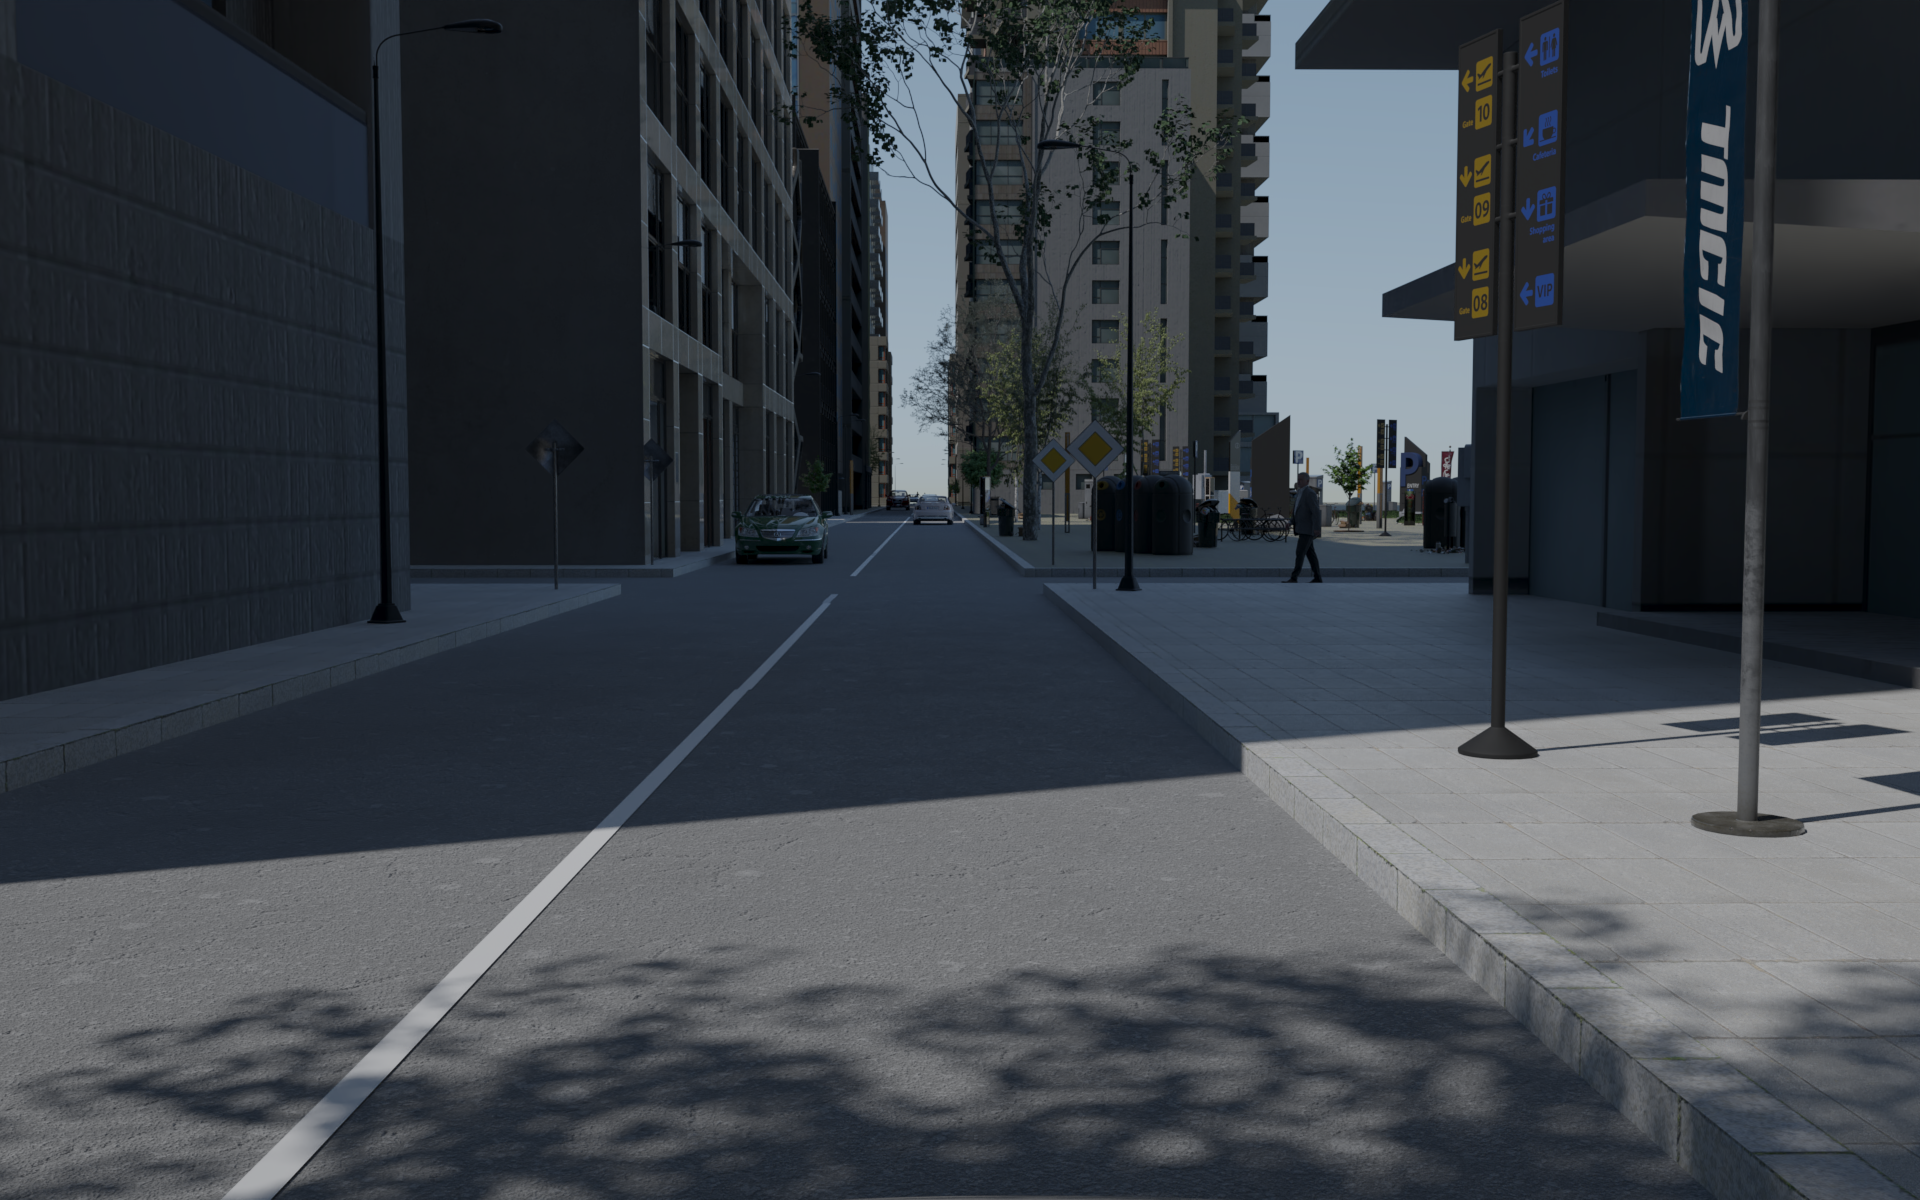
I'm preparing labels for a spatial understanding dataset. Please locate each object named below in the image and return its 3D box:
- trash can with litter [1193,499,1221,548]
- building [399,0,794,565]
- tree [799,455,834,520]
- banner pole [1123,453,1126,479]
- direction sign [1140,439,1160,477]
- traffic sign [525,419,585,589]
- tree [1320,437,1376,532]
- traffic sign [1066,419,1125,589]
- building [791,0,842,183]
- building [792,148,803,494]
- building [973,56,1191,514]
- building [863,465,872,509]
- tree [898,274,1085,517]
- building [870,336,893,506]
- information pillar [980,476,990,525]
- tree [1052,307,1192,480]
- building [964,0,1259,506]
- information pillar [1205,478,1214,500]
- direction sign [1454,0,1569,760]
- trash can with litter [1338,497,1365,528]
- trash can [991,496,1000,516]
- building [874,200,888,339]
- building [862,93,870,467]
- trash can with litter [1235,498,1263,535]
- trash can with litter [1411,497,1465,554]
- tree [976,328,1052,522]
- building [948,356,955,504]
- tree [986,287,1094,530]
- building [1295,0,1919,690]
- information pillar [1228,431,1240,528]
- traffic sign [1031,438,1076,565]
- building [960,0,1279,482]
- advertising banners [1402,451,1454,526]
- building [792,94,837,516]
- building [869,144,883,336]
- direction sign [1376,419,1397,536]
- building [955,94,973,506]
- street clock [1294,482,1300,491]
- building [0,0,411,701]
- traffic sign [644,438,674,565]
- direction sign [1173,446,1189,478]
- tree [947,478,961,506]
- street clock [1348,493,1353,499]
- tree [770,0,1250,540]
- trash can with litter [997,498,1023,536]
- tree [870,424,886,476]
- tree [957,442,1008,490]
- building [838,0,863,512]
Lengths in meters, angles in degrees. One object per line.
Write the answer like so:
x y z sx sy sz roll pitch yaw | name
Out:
5.777 -1.851 41.651 0.624 1.170 1.055 -2 4 -30 | trash can with litter
-15.564 -14.850 47.312 19.350 26.468 34.151 0 4 -1 | building
-6.935 -5.523 84.907 1.663 3.219 1.824 0 3 0 | tree
9.198 -6.508 96.425 0.401 3.779 0.863 1 4 21 | banner pole
7.891 -4.892 71.984 0.876 3.537 0.379 2 4 35 | direction sign
-5.428 -1.199 23.242 0.795 2.450 0.064 0 4 -1 | traffic sign
13.284 -3.911 58.544 1.663 3.219 1.824 0 3 0 | tree
1.815 -1.205 23.338 0.795 2.450 0.064 0 4 -1 | traffic sign
-15.016 -28.327 113.253 14.600 45.320 14.200 0 4 -1 | building
-15.203 -12.588 73.272 16.820 18.784 16.811 0 4 -1 | building
7.853 -21.199 118.310 14.160 30.474 14.107 0 4 -1 | building
-18.250 -43.681 152.443 20.563 71.187 20.611 0 4 -1 | building
1.710 -11.368 96.231 12.009 13.543 11.850 0 3 0 | tree
-22.078 -21.967 204.206 27.650 21.520 28.899 0 4 -1 | building
1.017 -4.081 71.224 0.304 2.012 0.304 -3 5 -40 | information pillar
6.846 -7.176 67.692 4.737 8.622 4.395 0 3 0 | tree
11.503 -29.649 139.382 22.147 44.769 28.867 0 4 -1 | building
11.124 -4.446 77.180 0.304 2.012 0.304 -3 5 -39 | information pillar
2.651 -1.005 8.436 0.379 3.537 0.876 -1 4 -16 | direction sign
14.690 -3.282 65.044 0.624 1.170 1.055 3 5 45 | trash can with litter
2.006 -5.595 103.124 0.748 1.137 0.748 0 3 0 | trash can
-17.694 -37.086 256.467 14.600 45.320 14.200 0 4 -1 | building
-16.172 -29.831 171.330 14.154 41.232 14.086 0 4 -1 | building
9.117 -2.624 54.289 0.624 1.170 1.055 3 4 39 | trash can with litter
10.605 -1.653 38.083 1.678 1.210 2.233 2 4 26 | trash can with litter
2.774 -7.808 78.026 4.737 8.622 4.395 0 3 0 | tree
12.325 -23.401 227.641 27.650 21.520 28.899 0 4 -1 | building
2.836 -6.847 62.315 4.360 8.622 3.978 0 3 0 | tree
17.811 -25.651 8.636 28.713 52.752 27.495 0 4 -1 | building
10.128 -4.435 63.872 0.504 3.616 0.183 -2 4 -31 | information pillar
1.687 -1.693 31.322 0.795 2.450 0.064 0 4 -1 | traffic sign
14.621 -35.417 168.307 28.713 52.752 27.495 0 4 -1 | building
18.998 -4.532 70.293 2.074 3.025 0.090 0 4 2 | advertising banners
-13.363 -16.230 95.040 12.332 23.373 15.834 0 4 -1 | building
-21.742 -37.516 232.997 23.786 49.044 30.456 0 4 -1 | building
12.935 -3.705 52.567 0.876 3.537 0.379 -2 4 -35 | direction sign
10.228 -35.330 201.353 21.300 48.544 21.600 0 4 -1 | building
20.758 -6.237 106.548 0.358 2.002 0.471 3 5 43 | street clock
-19.996 -28.786 12.653 28.212 58.520 21.231 0 4 -1 | building
-5.557 -1.687 31.226 0.795 2.450 0.064 0 4 -1 | traffic sign
10.462 -5.512 82.120 0.876 3.537 0.379 3 4 37 | direction sign
-0.358 -11.970 190.317 1.663 3.219 1.824 0 3 0 | tree
22.975 -5.958 101.982 0.358 2.002 0.471 3 5 42 | street clock
1.186 -11.645 46.291 12.611 20.169 13.585 0 3 0 | tree
1.650 -2.521 52.611 1.055 1.170 0.624 1 4 8 | trash can with litter
-9.677 -14.189 182.344 4.737 8.622 4.395 0 3 0 | tree
1.466 -7.713 109.824 4.285 4.588 4.351 0 3 0 | tree
-18.505 -31.068 131.661 21.300 48.544 21.600 0 4 -1 | building
